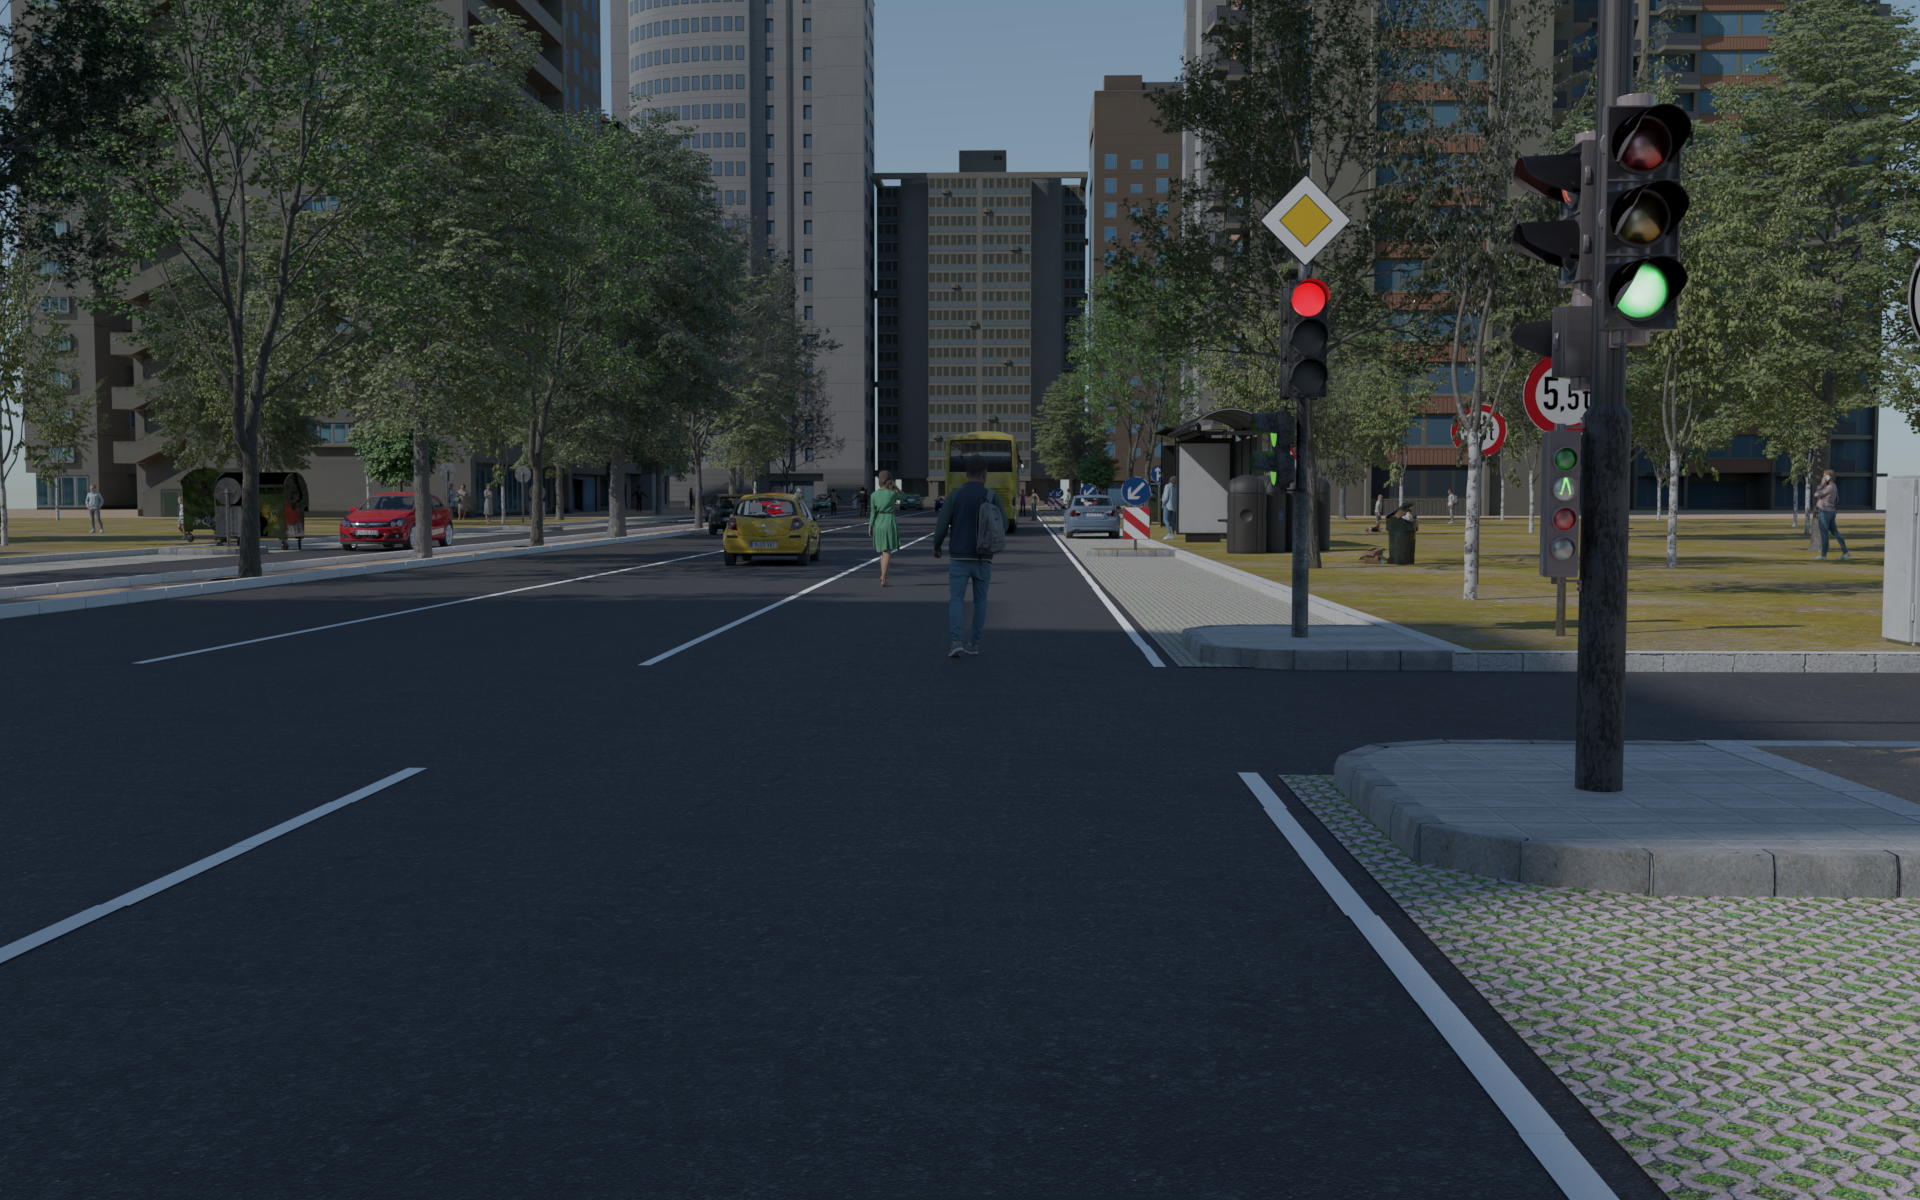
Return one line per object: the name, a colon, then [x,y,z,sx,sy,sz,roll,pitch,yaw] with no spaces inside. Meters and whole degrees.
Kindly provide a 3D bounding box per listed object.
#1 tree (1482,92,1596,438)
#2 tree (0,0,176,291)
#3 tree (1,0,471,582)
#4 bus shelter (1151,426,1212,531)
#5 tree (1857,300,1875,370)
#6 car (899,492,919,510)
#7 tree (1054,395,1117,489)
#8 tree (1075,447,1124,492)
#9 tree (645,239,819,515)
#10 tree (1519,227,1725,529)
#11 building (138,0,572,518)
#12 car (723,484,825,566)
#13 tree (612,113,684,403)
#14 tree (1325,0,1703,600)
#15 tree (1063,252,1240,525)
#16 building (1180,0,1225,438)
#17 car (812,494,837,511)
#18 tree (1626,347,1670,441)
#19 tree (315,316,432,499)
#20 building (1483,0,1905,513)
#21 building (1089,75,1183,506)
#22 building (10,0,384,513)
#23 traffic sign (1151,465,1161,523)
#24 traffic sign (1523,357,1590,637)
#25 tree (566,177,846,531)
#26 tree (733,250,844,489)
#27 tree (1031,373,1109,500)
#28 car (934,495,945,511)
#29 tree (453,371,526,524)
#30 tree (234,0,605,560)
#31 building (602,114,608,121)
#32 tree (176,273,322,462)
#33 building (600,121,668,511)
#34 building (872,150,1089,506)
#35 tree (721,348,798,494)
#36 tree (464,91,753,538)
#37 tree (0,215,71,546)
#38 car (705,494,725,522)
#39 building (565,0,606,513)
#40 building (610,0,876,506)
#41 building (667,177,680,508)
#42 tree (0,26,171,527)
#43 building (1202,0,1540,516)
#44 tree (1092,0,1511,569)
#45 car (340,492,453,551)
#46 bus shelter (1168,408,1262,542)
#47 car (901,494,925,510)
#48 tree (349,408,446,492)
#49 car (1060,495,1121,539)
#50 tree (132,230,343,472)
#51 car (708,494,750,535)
tree: [18.147,-7.965,48.359,7.486,12.596,7.792,0,3,0]
tree: [-12.227,-4.977,18.250,8.767,10.594,7.601,0,4,2]
tree: [-11.634,-6.113,28.152,9.928,11.665,9.643,0,3,0]
bus shelter: [8.068,-4.401,63.245,1.731,3.624,6.357,0,4,2]
tree: [27.365,-6.476,56.240,4.737,8.622,4.395,0,3,0]
car: [-4.594,-9.333,161.388,1.959,1.807,4.718,0,4,4]
tree: [9.816,-11.223,133.862,4.360,8.622,3.978,0,3,0]
tree: [9.649,-8.362,120.431,4.285,4.588,4.351,0,3,0]
tree: [-10.185,-9.562,76.920,7.486,12.596,7.792,0,3,0]
tree: [23.911,-8.404,63.165,9.928,11.665,9.643,0,3,0]
building: [-36.451,-29.260,102.104,21.300,48.544,21.600,0,4,2]
car: [-3.870,-1.584,36.126,2.015,1.641,3.980,0,4,0]
tree: [-11.183,-7.187,45.728,9.928,11.665,9.643,0,3,0]
tree: [6.435,-4.308,20.795,4.360,8.622,3.978,0,3,0]
tree: [8.005,-8.962,72.287,9.928,11.665,9.643,0,3,0]
building: [28.942,-36.752,142.900,21.231,58.520,28.212,0,4,2]
car: [-11.506,-8.314,147.728,2.131,1.459,4.920,0,4,1]
tree: [27.099,-8.632,75.551,7.601,10.594,8.767,0,4,-4]
tree: [-23.449,-7.269,69.207,4.360,8.622,3.978,0,3,0]
building: [62.218,-30.037,145.734,28.867,44.769,22.147,0,4,2]
building: [21.357,-32.934,188.584,14.200,45.320,14.600,0,4,2]
building: [-64.956,-32.141,149.200,21.600,48.544,21.300,0,4,2]
traffic sign: [8.842,-4.699,76.934,0.768,2.556,0.104,1,4,10]
traffic sign: [5.419,-0.944,15.548,0.768,2.556,0.104,0,4,6]
tree: [-10.153,-9.427,66.957,12.009,13.543,11.850,0,3,0]
tree: [-15.684,-16.995,133.751,12.611,20.169,13.585,0,3,0]
tree: [9.999,-14.941,162.407,7.486,12.596,7.792,0,3,0]
car: [-1.228,-8.125,145.420,1.945,1.354,3.894,0,4,1]
tree: [-19.855,-7.571,74.156,4.737,8.622,4.395,0,3,0]
tree: [-11.523,-7.115,36.915,7.486,12.596,7.792,0,3,0]
building: [-52.645,-33.001,194.186,28.867,44.769,22.147,0,4,2]
tree: [-23.217,-6.520,56.965,4.737,8.622,4.395,0,3,0]
building: [-31.468,-22.189,134.498,14.160,30.474,14.107,0,4,2]
building: [2.539,-30.974,198.313,23.993,40.220,32.217,0,4,2]
tree: [-9.847,-7.965,83.044,4.360,8.622,3.978,0,3,0]
tree: [-11.169,-8.981,55.959,9.857,13.997,8.962,0,3,0]
tree: [-23.687,-5.640,42.569,4.737,8.622,4.395,0,3,0]
car: [-12.016,-4.840,88.924,2.009,1.686,4.222,0,4,1]
building: [-33.304,-28.738,119.972,14.600,45.320,14.200,0,4,2]
building: [-23.767,-39.828,193.185,28.212,58.520,21.231,0,4,2]
building: [-32.296,-23.299,152.641,14.107,30.474,14.160,0,4,2]
tree: [-36.416,-12.983,68.162,12.611,20.169,13.585,0,3,0]
building: [27.727,-28.077,113.684,22.147,44.769,28.867,0,4,2]
tree: [5.765,-5.822,29.610,7.601,10.594,8.767,0,4,-3]
car: [-14.629,-2.203,45.055,2.155,1.783,4.494,0,4,2]
bus shelter: [6.436,-3.024,43.371,2.014,3.302,5.546,0,4,2]
car: [-4.225,-8.749,154.846,2.131,1.459,4.920,0,4,2]
tree: [-20.346,-4.833,62.735,4.285,4.588,4.351,0,3,0]
car: [4.292,-2.726,56.576,2.014,1.417,4.499,0,4,2]
tree: [-34.901,-10.854,84.117,9.857,13.997,8.962,0,3,0]
car: [-7.931,-3.224,62.495,2.009,1.686,4.222,0,4,3]
